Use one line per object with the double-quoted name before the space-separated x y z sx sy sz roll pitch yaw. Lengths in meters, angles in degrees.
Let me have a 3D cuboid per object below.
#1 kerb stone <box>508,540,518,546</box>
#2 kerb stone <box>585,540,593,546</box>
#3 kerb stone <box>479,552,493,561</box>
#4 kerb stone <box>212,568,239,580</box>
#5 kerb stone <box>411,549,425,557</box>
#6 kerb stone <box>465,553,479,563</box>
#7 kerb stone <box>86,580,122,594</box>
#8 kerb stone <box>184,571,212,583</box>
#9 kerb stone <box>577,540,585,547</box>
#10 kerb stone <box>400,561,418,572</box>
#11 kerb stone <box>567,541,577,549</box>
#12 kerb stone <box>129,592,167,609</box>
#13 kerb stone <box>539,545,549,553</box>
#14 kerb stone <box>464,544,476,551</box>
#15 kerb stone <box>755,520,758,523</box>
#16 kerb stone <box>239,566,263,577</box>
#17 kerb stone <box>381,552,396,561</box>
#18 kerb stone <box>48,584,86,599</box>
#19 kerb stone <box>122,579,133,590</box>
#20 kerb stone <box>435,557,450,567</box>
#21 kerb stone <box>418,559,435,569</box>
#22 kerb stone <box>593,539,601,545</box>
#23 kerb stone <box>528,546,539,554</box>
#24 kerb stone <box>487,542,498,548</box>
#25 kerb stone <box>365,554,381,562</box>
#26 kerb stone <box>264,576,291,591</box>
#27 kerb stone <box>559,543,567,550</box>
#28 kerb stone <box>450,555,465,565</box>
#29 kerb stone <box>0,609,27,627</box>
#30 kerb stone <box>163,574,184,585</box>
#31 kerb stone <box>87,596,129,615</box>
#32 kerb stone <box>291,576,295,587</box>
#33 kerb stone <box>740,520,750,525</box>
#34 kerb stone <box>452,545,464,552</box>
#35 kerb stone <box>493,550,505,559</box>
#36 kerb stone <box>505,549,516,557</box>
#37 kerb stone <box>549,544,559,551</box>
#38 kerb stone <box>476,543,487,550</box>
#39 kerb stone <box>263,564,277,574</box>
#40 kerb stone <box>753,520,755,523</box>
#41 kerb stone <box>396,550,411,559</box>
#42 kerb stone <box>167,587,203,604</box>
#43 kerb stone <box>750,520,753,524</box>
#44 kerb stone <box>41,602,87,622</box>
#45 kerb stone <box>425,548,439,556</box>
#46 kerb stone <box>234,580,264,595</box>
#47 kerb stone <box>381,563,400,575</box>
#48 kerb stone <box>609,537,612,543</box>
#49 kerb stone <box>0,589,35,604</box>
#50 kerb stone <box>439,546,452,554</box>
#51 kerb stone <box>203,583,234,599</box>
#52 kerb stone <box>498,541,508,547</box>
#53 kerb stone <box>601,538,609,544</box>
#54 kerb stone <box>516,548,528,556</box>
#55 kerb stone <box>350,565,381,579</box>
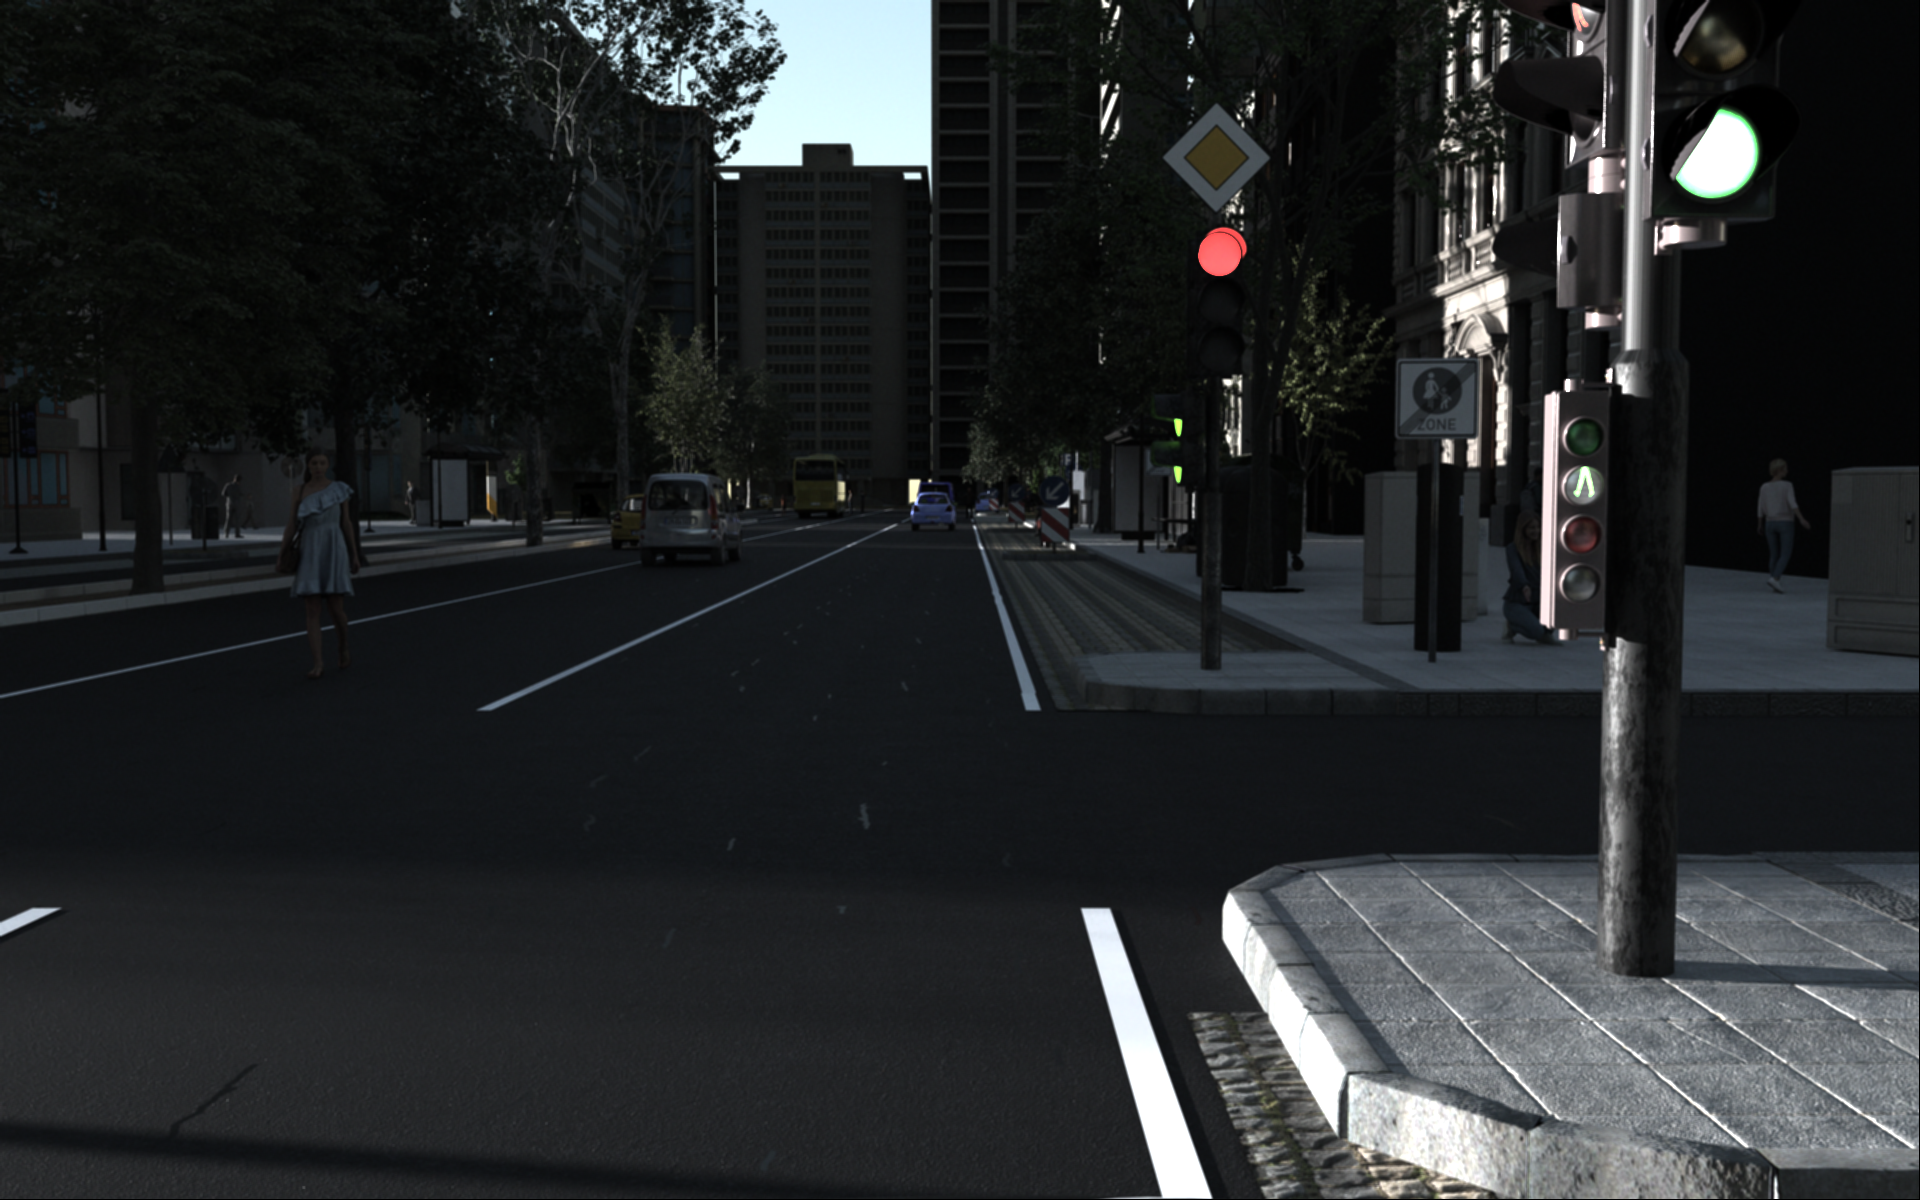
"kerb stone" -12.416 -1.554 47.608 0.120 0.150 1.000 0 4 0
"kerb stone" -10.314 -1.553 47.587 0.120 0.150 1.000 0 4 0
"kerb stone" -10.334 -0.927 37.350 0.120 0.150 1.000 0 4 0
"kerb stone" -12.452 -0.425 29.144 0.120 0.150 1.000 0 4 0
"kerb stone" -12.436 -1.053 39.405 0.120 0.150 1.000 0 4 0
"kerb stone" -10.343 -0.863 36.319 0.120 0.150 1.000 0 4 0
"kerb stone" -12.462 -0.174 25.046 0.120 0.150 1.000 0 4 0
"kerb stone" -12.463 -0.362 28.122 0.120 0.150 1.000 0 4 0
"kerb stone" -10.321 -1.490 46.560 0.120 0.150 1.000 0 4 0
"kerb stone" -10.353 -0.613 32.226 0.120 0.150 1.000 0 4 0
"kerb stone" -10.320 -1.427 45.531 0.120 0.150 1.000 0 4 0
"kerb stone" -10.381 0.014 21.965 0.120 0.150 1.000 0 4 0
"kerb stone" -10.329 -1.235 42.463 0.120 0.150 1.000 0 4 0
"kerb stone" -12.424 -1.303 43.507 0.120 0.150 1.000 0 4 0
"kerb stone" -10.220 -3.873 85.514 0.120 0.150 1.000 0 4 0
"kerb stone" -12.450 -0.488 30.168 0.120 0.150 1.000 0 4 0
"kerb stone" -12.437 -0.927 37.349 0.120 0.150 1.000 0 4 0
"kerb stone" -12.473 -0.112 24.023 0.120 0.150 1.000 0 4 0
"kerb stone" -12.463 -0.237 26.068 0.120 0.150 1.000 0 4 0
"kerb stone" -10.344 -0.738 34.270 0.120 0.150 1.000 0 4 0
"kerb stone" -10.347 -0.676 33.248 0.120 0.150 1.000 0 4 0
"kerb stone" -10.311 -1.615 48.609 0.120 0.150 1.000 0 4 0
"kerb stone" -10.325 -1.171 41.439 0.120 0.150 1.000 0 4 0
"kerb stone" -12.417 -1.426 45.554 0.120 0.150 1.000 0 4 0
"kerb stone" -12.438 -0.863 36.327 0.120 0.150 1.000 0 4 0
"kerb stone" -10.361 -0.236 26.058 0.120 0.150 1.000 0 4 0
"kerb stone" -10.328 -1.362 44.509 0.120 0.150 1.000 0 4 0
"kerb stone" -10.335 -0.801 35.293 0.120 0.150 1.000 0 4 0
"kerb stone" -10.383 0.202 18.893 0.120 0.150 1.000 0 4 0
"kerb stone" -12.472 -0.300 27.098 0.120 0.150 1.000 0 4 0
"kerb stone" -10.380 0.080 20.943 0.120 0.150 1.000 0 4 0
"kerb stone" -10.369 -0.299 27.082 0.120 0.150 1.000 0 4 0
"kerb stone" -10.234 -3.680 82.444 0.120 0.150 1.000 0 4 0
"kerb stone" -12.434 -1.241 42.483 0.120 0.150 1.000 0 4 0
"kerb stone" -10.338 -0.989 38.372 0.120 0.150 1.000 0 4 0
"kerb stone" -10.337 -1.052 39.394 0.120 0.150 1.000 0 4 0
"kerb stone" -10.321 -1.301 43.485 0.120 0.150 1.000 0 4 0
"kerb stone" -12.424 -1.365 44.532 0.120 0.150 1.000 0 4 0
"kerb stone" -12.457 -0.548 31.192 0.120 0.150 1.000 0 4 0
"kerb stone" -10.224 -3.810 84.488 0.120 0.150 1.000 0 4 0
"kerb stone" -12.434 -0.986 38.374 0.120 0.150 1.000 0 4 0
"kerb stone" -10.366 -0.042 22.988 0.120 0.150 1.000 0 4 0
"kerb stone" -10.229 -3.747 83.466 0.120 0.150 1.000 0 4 0
"kerb stone" -10.381 0.139 19.920 0.120 0.150 1.000 0 4 0
"kerb stone" -12.433 -1.112 40.430 0.120 0.150 1.000 0 4 0
"kerb stone" -10.365 -0.173 25.032 0.120 0.150 1.000 0 4 0
"kerb stone" -10.355 -0.551 31.196 0.120 0.150 1.000 0 4 0
"kerb stone" -10.319 -1.738 50.662 0.120 0.150 1.000 0 4 0
"kerb stone" -12.470 -0.048 23.000 0.120 0.150 1.000 0 4 0
"kerb stone" -12.427 -1.178 41.461 0.120 0.150 1.000 0 4 0
"kerb stone" -10.371 -0.111 24.010 0.120 0.150 1.000 0 4 0
"kerb stone" -12.413 -1.487 46.577 0.120 0.150 1.000 0 4 0
"kerb stone" -10.306 -1.677 49.633 0.120 0.150 1.000 0 4 0
"kerb stone" -10.320 -1.114 40.416 0.120 0.150 1.000 0 4 0
"kerb stone" -10.352 -0.488 30.168 0.120 0.150 1.000 0 4 0
